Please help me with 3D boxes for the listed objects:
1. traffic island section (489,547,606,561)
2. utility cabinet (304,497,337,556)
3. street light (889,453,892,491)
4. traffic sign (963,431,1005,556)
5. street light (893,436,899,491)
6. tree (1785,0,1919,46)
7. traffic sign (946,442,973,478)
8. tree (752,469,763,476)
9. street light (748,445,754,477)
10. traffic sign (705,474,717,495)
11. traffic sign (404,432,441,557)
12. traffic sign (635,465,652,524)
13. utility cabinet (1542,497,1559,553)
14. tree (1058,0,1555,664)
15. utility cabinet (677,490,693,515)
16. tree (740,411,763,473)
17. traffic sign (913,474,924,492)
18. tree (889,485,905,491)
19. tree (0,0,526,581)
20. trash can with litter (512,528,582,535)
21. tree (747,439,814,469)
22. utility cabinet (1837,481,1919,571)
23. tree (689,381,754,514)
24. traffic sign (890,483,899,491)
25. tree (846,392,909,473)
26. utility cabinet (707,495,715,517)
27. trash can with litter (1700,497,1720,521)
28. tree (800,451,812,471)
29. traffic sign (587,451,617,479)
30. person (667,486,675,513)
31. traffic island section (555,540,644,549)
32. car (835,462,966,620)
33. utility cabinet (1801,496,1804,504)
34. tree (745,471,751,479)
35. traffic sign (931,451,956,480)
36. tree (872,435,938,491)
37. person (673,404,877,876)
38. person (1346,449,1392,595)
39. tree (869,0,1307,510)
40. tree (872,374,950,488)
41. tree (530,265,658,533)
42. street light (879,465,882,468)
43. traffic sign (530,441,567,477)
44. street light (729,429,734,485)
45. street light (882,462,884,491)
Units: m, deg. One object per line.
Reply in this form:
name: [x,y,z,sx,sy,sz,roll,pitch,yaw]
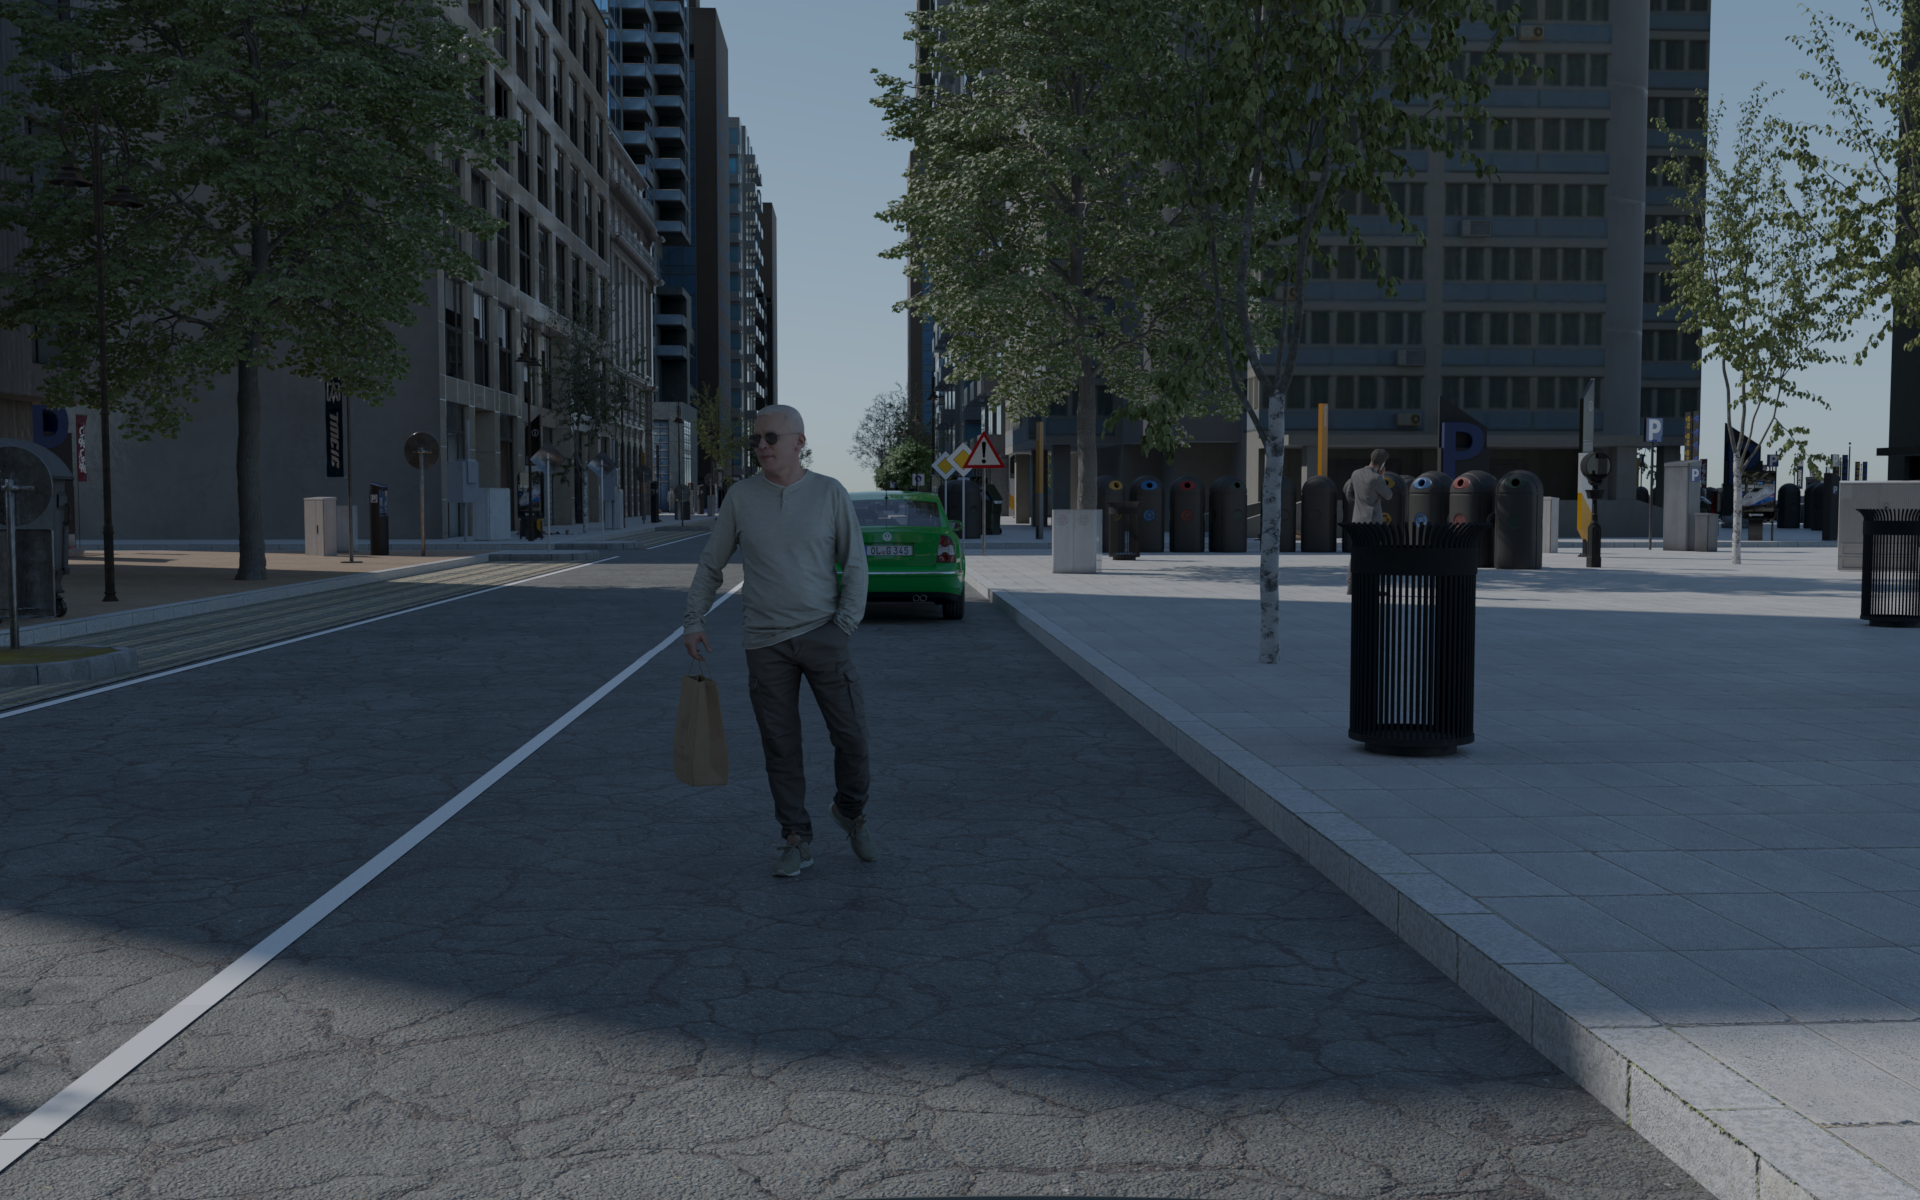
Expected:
traffic island section: [-9.106,-0.977,38.251,2.009,0.180,2.903,0,4,-3]
utility cabinet: [-13.305,-1.520,36.017,0.306,1.237,1.020,-3,5,-42]
street light: [-5.359,-10.251,140.386,0.468,5.910,1.993,0,4,-3]
traffic sign: [0.495,-2.185,35.726,0.884,2.594,0.081,0,4,4]
street light: [-4.323,-9.085,121.327,0.468,5.910,1.993,0,4,-3]
tree: [12.046,-4.324,21.059,4.737,8.622,4.395,0,3,0]
traffic sign: [0.097,-2.233,38.695,0.795,2.593,0.064,0,4,-3]
tree: [-20.770,-12.445,187.184,4.285,4.588,4.351,0,3,0]
street light: [-17.144,-10.373,142.380,0.468,5.910,1.993,0,4,-3]
traffic sign: [-15.479,-6.577,107.648,0.768,2.556,0.104,0,4,2]
traffic sign: [-11.035,-2.167,35.536,0.768,2.556,0.104,0,4,4]
traffic sign: [-13.703,-4.582,75.024,0.768,2.556,0.104,0,4,1]
utility cabinet: [12.602,-1.639,37.954,0.306,1.237,1.020,-3,4,-36]
tree: [2.462,-3.838,13.109,4.737,8.622,4.395,0,3,0]
utility cabinet: [-16.785,-5.937,105.745,1.173,1.500,0.318,3,5,42]
tree: [-17.657,-12.482,154.436,4.360,8.622,3.978,0,3,0]
traffic sign: [-2.103,-5.220,87.470,0.606,2.300,0.079,0,4,6]
tree: [-4.856,-9.131,143.893,1.663,3.219,1.824,0,3,0]
tree: [-10.187,-6.577,25.662,7.486,12.596,7.792,0,3,0]
trash can with litter: [-13.054,-2.660,54.549,2.233,1.210,1.678,-1,4,-12]
tree: [-20.494,-16.104,197.717,8.767,10.594,7.601,1,4,12]
utility cabinet: [15.163,-1.218,28.595,1.173,1.500,0.318,2,4,26]
tree: [-15.786,-9.967,113.324,4.737,8.622,4.395,0,3,0]
traffic sign: [-4.387,-6.980,116.257,0.606,2.300,0.079,0,4,2]
tree: [-8.678,-18.157,207.235,12.009,13.543,11.850,0,3,0]
utility cabinet: [-14.240,-5.374,99.033,0.306,1.237,1.020,0,4,1]
trash can with litter: [33.897,-4.097,78.365,0.624,1.170,1.055,-3,4,-35]
tree: [-25.323,-19.663,271.854,4.360,8.622,3.978,0,3,0]
traffic sign: [-9.546,-2.689,46.157,0.795,2.593,0.064,0,4,-3]
person: [-19.040,-6.615,114.477,0.678,1.792,0.850,0,4,-2]
traffic island section: [-9.569,-1.464,46.222,2.009,0.180,2.903,0,4,-3]
car: [-0.902,-0.753,21.105,1.959,1.807,4.718,0,4,-3]
utility cabinet: [39.825,-4.286,81.231,0.306,1.237,1.020,0,4,-4]
tree: [-17.744,-9.278,146.290,1.663,3.219,1.824,0,3,0]
traffic sign: [-0.366,-2.720,46.666,0.795,2.593,0.064,0,4,-3]
tree: [-2.682,-6.887,96.314,4.285,4.588,4.351,0,3,0]
person: [-0.718,0.147,6.584,0.782,1.767,0.515,0,4,1]
person: [5.192,-0.985,21.951,0.447,1.846,0.655,-3,4,-36]
tree: [1.792,-6.811,29.494,7.486,12.596,7.792,0,3,0]
tree: [-2.858,-9.590,107.157,4.360,8.622,3.978,0,3,0]
tree: [-12.201,-6.507,56.745,4.360,8.622,3.978,0,3,0]
street light: [-8.771,-13.757,197.711,0.468,5.910,1.993,0,4,-3]
traffic sign: [-9.083,-2.202,38.185,0.795,2.593,0.064,0,4,-3]
street light: [-16.094,-9.165,122.640,0.468,5.910,1.993,0,4,-3]
street light: [-7.537,-12.563,178.194,0.468,5.910,1.993,0,4,-3]
